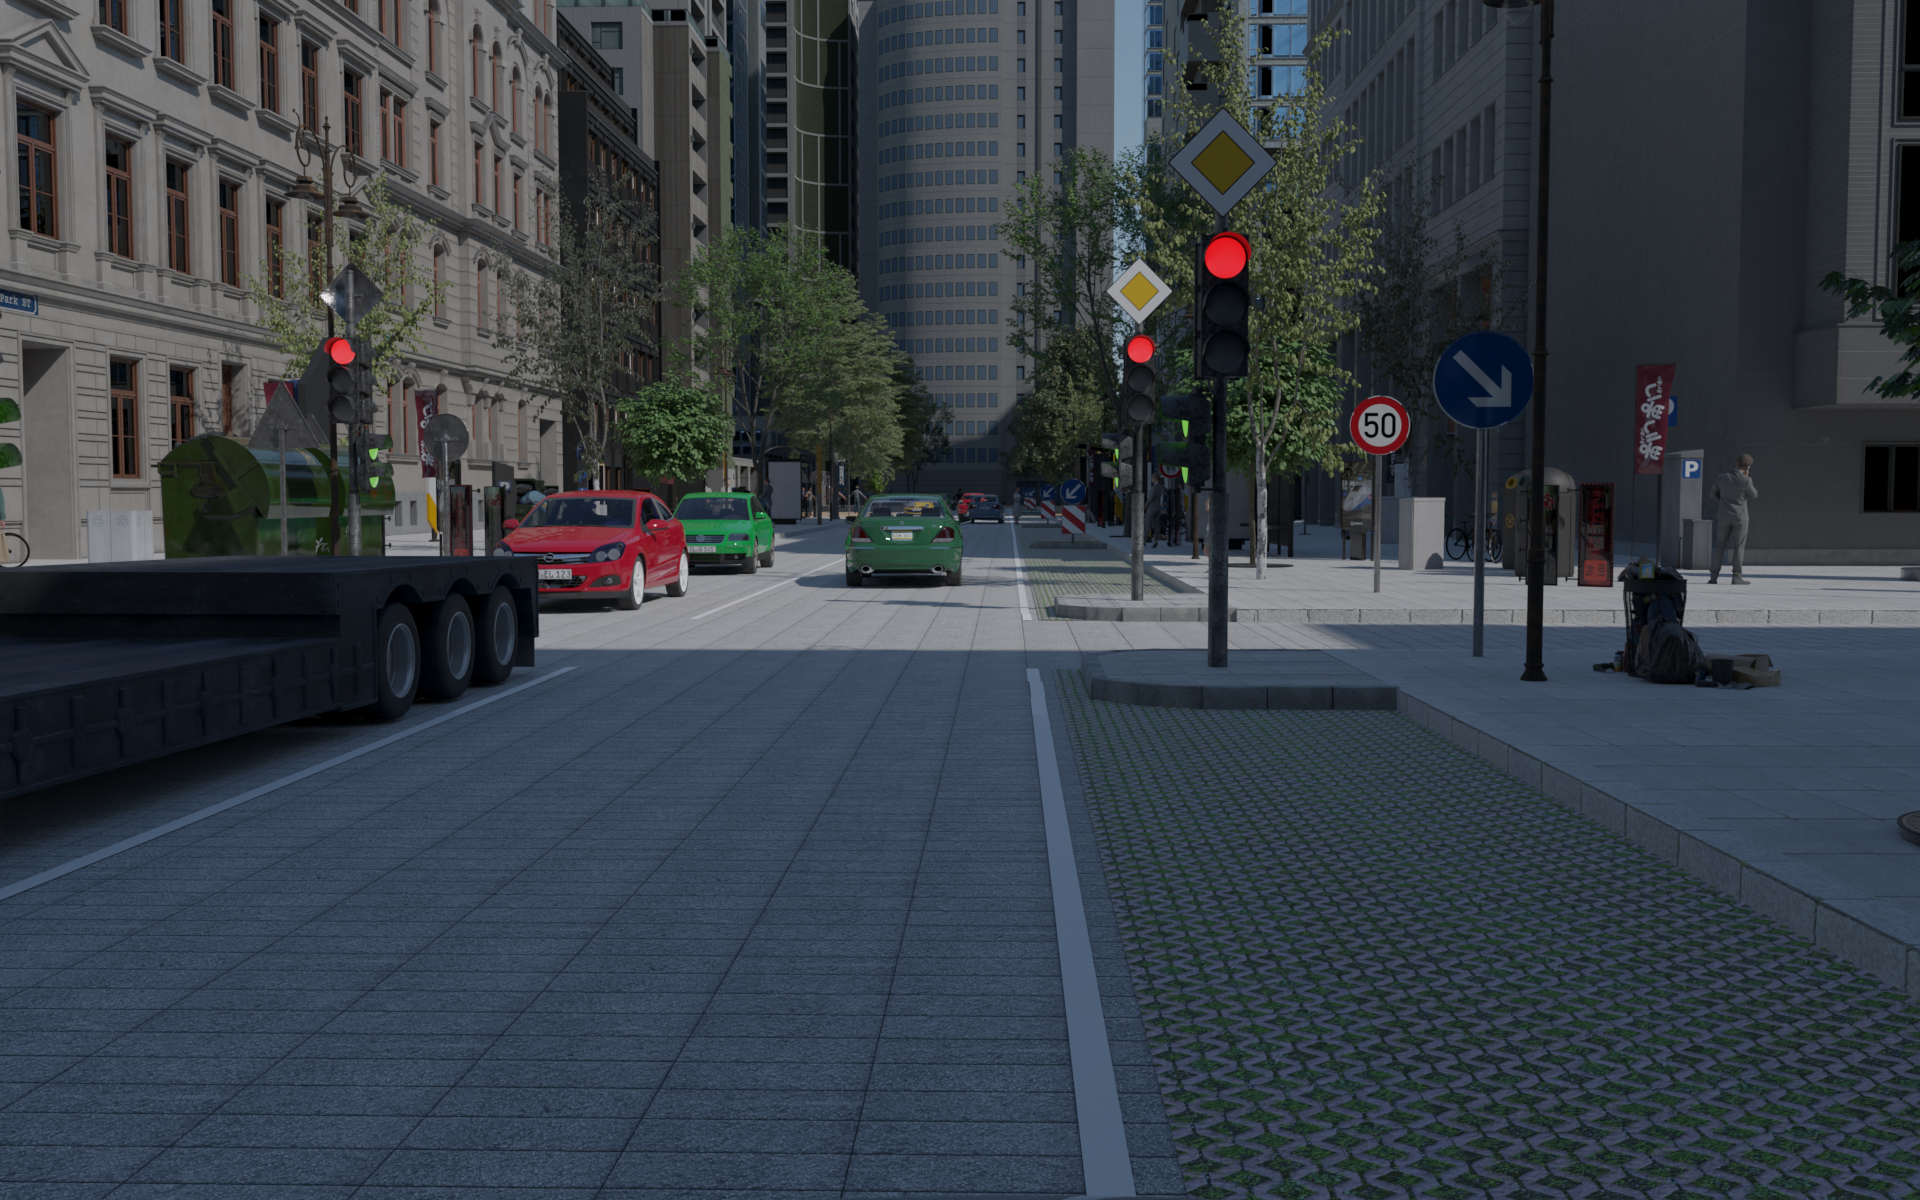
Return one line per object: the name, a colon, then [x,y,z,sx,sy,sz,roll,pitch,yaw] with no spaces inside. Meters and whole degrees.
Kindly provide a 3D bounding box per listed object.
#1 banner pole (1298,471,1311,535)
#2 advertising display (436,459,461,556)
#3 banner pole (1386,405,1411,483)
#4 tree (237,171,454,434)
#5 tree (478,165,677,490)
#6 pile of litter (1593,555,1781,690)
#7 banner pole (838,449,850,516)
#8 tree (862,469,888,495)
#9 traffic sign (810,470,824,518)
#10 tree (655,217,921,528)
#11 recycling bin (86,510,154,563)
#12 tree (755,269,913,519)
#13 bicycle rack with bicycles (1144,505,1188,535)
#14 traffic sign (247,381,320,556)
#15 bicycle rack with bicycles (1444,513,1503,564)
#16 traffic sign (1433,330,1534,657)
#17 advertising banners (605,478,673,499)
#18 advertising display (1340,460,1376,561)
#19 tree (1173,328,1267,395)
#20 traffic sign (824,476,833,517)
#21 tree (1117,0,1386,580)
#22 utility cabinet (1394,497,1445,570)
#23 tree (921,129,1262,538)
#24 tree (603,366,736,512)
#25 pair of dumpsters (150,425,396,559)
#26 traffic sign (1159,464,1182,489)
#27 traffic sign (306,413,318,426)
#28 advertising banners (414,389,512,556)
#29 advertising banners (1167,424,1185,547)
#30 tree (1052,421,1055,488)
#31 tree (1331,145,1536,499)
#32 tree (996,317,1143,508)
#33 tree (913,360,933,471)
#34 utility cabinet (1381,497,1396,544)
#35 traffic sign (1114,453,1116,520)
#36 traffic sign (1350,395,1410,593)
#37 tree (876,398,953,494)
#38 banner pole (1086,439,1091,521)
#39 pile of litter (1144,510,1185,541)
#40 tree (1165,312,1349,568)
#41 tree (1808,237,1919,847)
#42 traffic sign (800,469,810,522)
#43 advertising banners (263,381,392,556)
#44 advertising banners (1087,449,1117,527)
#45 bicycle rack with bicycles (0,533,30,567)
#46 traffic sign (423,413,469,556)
banner pole: [10.961,-3.958,54.731,0.401,3.779,0.863,1,4,22]
advertising display: [-9.382,-1.626,31.797,0.123,1.923,0.974,-3,4,-37]
banner pole: [12.458,-3.611,49.057,0.863,3.779,0.401,3,4,37]
tree: [-13.566,-5.408,38.784,4.737,8.622,4.395,0,3,0]
tree: [-8.257,-5.363,38.053,4.360,8.622,3.978,0,3,0]
pile of litter: [5.116,0.108,12.206,1.176,0.858,1.719,1,4,14]
banner pole: [-6.176,-6.280,92.700,0.863,3.779,0.401,0,4,-3]
tree: [-5.245,-7.097,110.633,1.663,3.219,1.824,0,3,0]
traffic sign: [-7.756,-5.718,93.603,0.768,2.556,0.104,1,4,10]
tree: [-7.696,-8.577,65.994,9.928,11.665,9.643,0,3,0]
recycling bin: [-12.841,-0.853,26.499,0.722,1.027,0.722,0,4,-3]
tree: [-6.766,-10.383,87.895,7.486,12.596,7.792,0,3,0]
bicycle rack with bicycles: [7.046,-2.501,54.277,2.925,0.926,2.852,-1,4,-12]
traffic sign: [-7.806,-1.222,19.980,0.884,2.594,0.081,0,4,6]
bicycle rack with bicycles: [9.502,-1.164,32.406,2.852,0.926,2.925,0,4,-2]
traffic sign: [4.090,-0.825,13.599,0.768,2.556,0.104,1,4,10]
advertising banners: [-8.657,-3.108,47.000,2.074,3.025,0.090,-1,4,-14]
advertising display: [7.710,-1.731,33.508,0.123,1.923,0.974,-2,4,-26]
tree: [10.473,-7.151,67.281,4.360,8.622,3.978,0,3,0]
traffic sign: [-7.204,-5.718,95.627,0.606,2.300,0.079,0,4,6]
tree: [4.457,-4.600,25.568,4.737,8.622,4.395,0,3,0]
utility cabinet: [7.872,-1.125,29.559,1.020,1.237,0.306,-3,5,-44]
tree: [4.936,-7.650,50.833,9.928,11.665,9.643,0,3,0]
tree: [-7.444,-3.726,44.634,4.285,4.588,4.351,0,3,0]
pair of dumpsters: [-8.980,-1.249,22.922,1.574,2.255,4.437,0,4,2]
traffic sign: [6.886,-3.456,56.605,0.768,2.556,0.104,0,4,2]
traffic sign: [-10.399,-1.698,27.771,0.884,2.594,0.081,0,4,4]
advertising banners: [-8.243,-1.986,28.656,2.074,3.025,0.090,2,4,29]
advertising banners: [5.385,-2.854,42.845,0.090,3.025,2.074,1,4,19]
tree: [6.051,-6.664,59.317,4.737,8.622,4.395,0,3,0]
tree: [9.666,-5.284,36.753,4.360,8.622,3.978,0,3,0]
tree: [7.577,-11.941,112.240,9.611,12.733,9.660,0,3,0]
tree: [-5.571,-12.534,123.054,7.486,12.596,7.792,0,3,0]
utility cabinet: [11.205,-2.034,44.410,1.020,1.237,0.306,3,4,37]
traffic sign: [7.442,-5.660,86.419,2.265,3.308,0.079,0,4,7]
traffic sign: [5.430,-1.369,22.485,0.768,2.556,0.104,0,4,4]
tree: [-4.601,-13.764,159.454,8.767,10.594,7.601,1,4,11]
banner pole: [5.831,-5.422,78.668,0.401,3.779,0.863,-1,4,-9]
pile of litter: [5.655,-2.092,48.163,1.719,0.858,1.176,1,4,9]
tree: [5.266,-2.872,30.670,4.285,4.588,4.351,0,3,0]
tree: [3.965,-0.702,6.082,1.663,3.219,1.824,0,3,0]
traffic sign: [-7.431,-4.929,80.598,0.884,2.594,0.081,0,4,7]
advertising banners: [-9.839,-1.879,26.908,2.074,3.025,0.090,1,4,10]
advertising banners: [5.568,-4.397,68.080,0.090,3.025,2.074,3,4,38]
bicycle rack with bicycles: [-17.284,-0.966,29.177,2.925,0.926,2.852,-1,4,-17]
traffic sign: [-8.129,-1.669,27.397,0.768,2.556,0.104,1,4,9]
